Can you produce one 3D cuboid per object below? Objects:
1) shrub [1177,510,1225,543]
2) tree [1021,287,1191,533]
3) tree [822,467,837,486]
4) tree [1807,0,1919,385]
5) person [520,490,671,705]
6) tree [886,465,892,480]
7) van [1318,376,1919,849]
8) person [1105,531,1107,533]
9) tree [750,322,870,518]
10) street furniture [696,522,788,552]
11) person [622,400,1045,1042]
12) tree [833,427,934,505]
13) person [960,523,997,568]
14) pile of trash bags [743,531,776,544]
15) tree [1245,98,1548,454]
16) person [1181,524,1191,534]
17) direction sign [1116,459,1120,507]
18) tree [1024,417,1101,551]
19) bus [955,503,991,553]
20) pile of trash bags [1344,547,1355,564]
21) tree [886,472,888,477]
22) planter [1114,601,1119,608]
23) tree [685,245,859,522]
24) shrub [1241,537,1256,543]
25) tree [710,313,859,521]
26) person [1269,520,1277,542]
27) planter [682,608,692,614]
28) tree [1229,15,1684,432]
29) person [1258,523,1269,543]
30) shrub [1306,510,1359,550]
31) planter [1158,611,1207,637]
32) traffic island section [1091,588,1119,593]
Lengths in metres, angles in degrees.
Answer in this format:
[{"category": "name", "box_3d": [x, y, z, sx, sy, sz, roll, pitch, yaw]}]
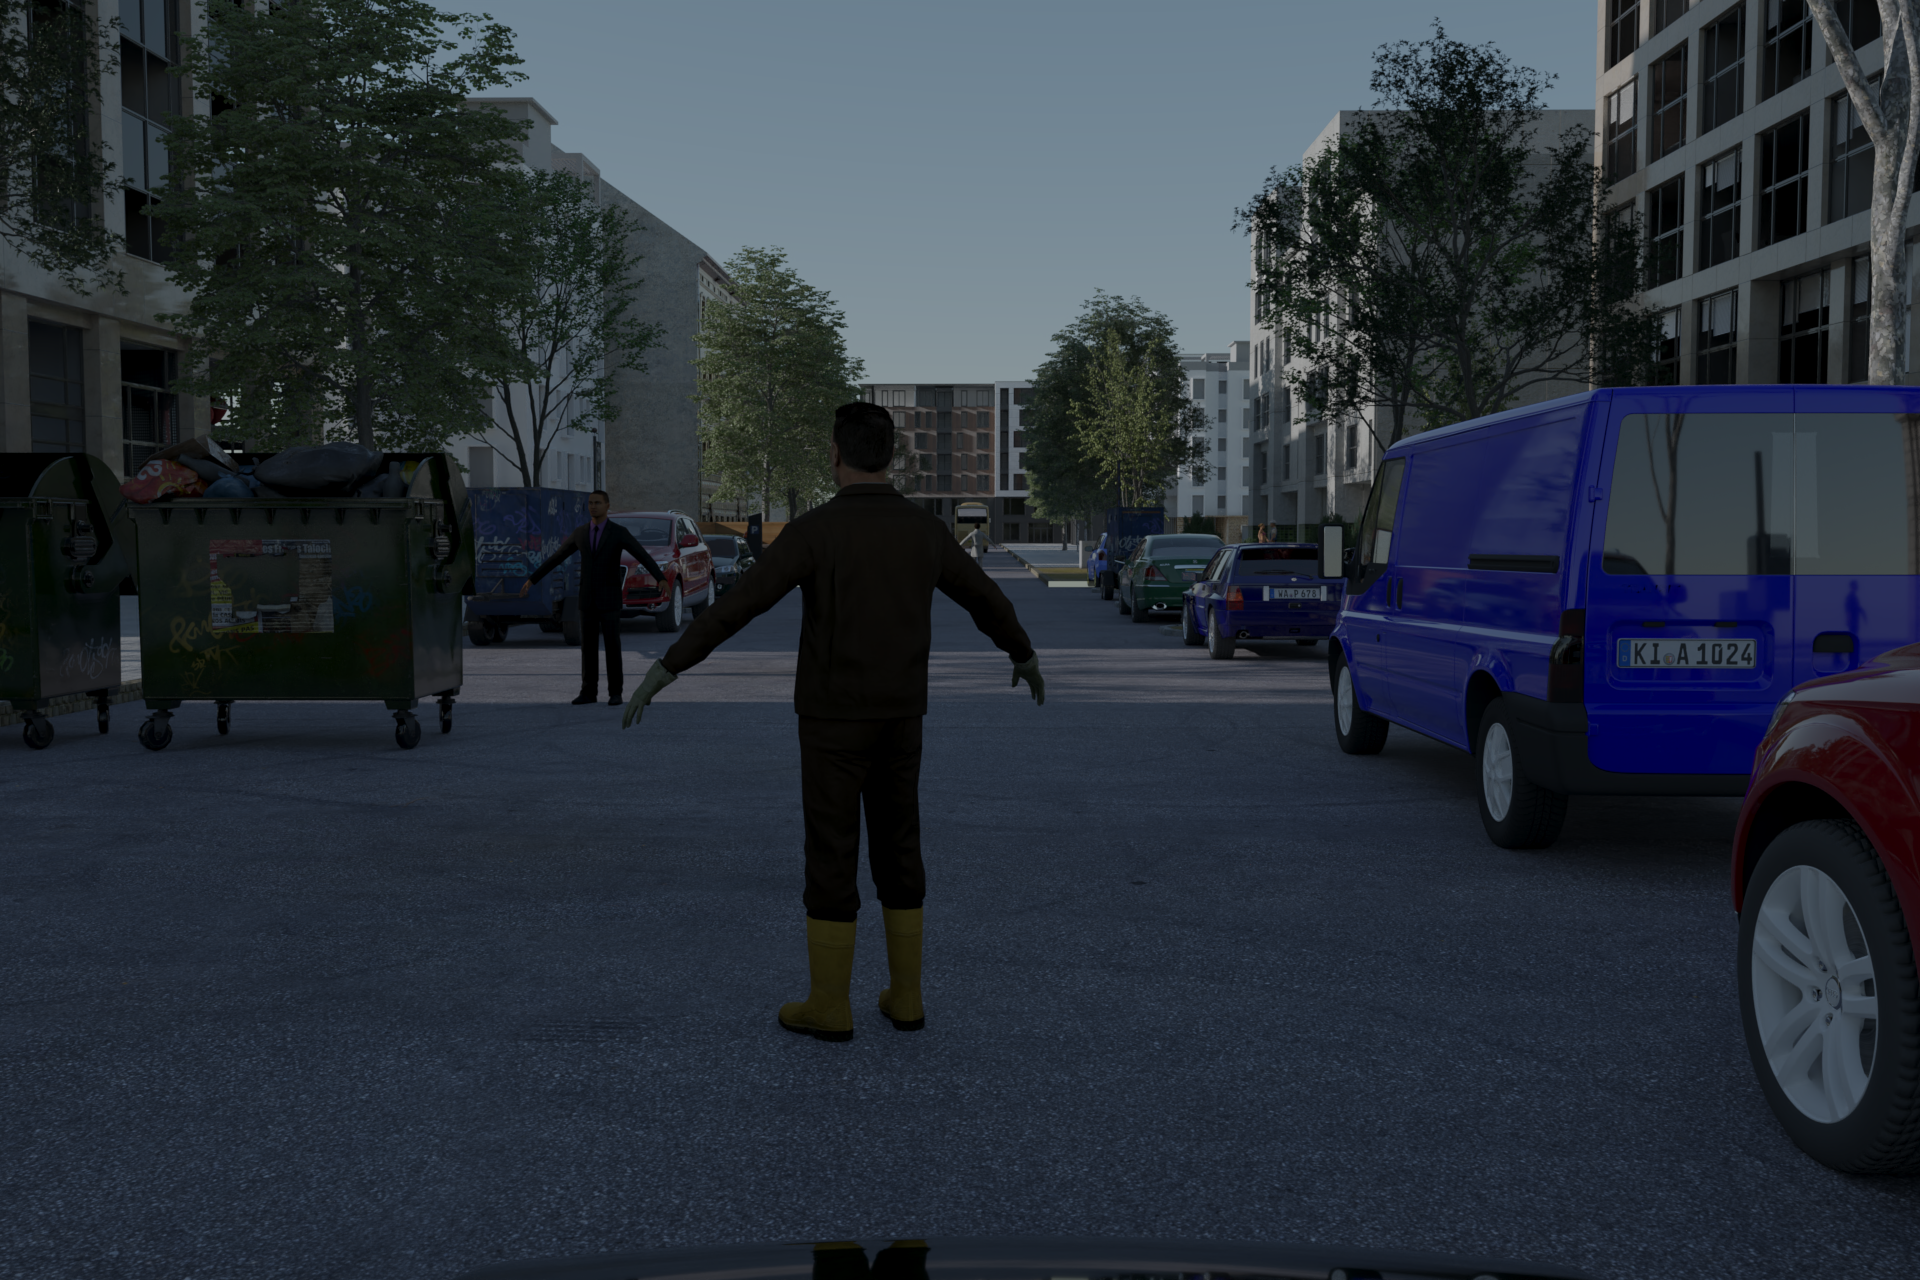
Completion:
[{"category": "shrub", "box_3d": [7.259, -2.952, 52.689, 1.690, 2.028, 1.600, 0, 3, 0]}, {"category": "tree", "box_3d": [7.893, -11.290, 91.241, 9.857, 13.997, 8.962, 0, 3, 0]}, {"category": "tree", "box_3d": [-7.400, -10.000, 113.854, 4.737, 8.622, 4.395, 0, 3, 0]}, {"category": "tree", "box_3d": [8.540, -9.956, 18.668, 12.611, 20.169, 13.585, 0, 3, 0]}, {"category": "person", "box_3d": [-3.041, -0.361, 14.578, 1.346, 1.802, 0.704, 1, 4, 12]}, {"category": "tree", "box_3d": [-7.143, -10.435, 120.969, 4.737, 8.622, 4.395, 0, 3, 0]}, {"category": "van", "box_3d": [3.398, -0.314, 9.515, 2.240, 2.365, 5.245, 0, 4, 1]}, {"category": "person", "box_3d": [6.462, -4.035, 75.239, 0.599, 1.433, 0.991, 3, 4, 36]}, {"category": "tree", "box_3d": [-8.009, -10.645, 92.166, 7.486, 12.596, 7.792, 0, 3, 0]}, {"category": "street furniture", "box_3d": [-8.659, -3.494, 63.985, 11.010, 1.723, 9.812, 1, 4, 20]}, {"category": "person", "box_3d": [-0.295, 0.220, 4.999, 1.346, 1.812, 0.704, -2, 4, -29]}, {"category": "tree", "box_3d": [-6.641, -12.586, 140.191, 8.767, 10.594, 7.601, -1, 4, -19]}, {"category": "person", "box_3d": [0.566, -2.984, 57.439, 1.347, 1.806, 0.705, 0, 4, -7]}, {"category": "pile of trash bags", "box_3d": [-5.844, -2.476, 50.236, 1.912, 1.369, 3.447, 0, 4, 1]}, {"category": "tree", "box_3d": [10.493, -7.089, 41.668, 9.928, 11.665, 9.643, 0, 3, 0]}, {"category": "person", "box_3d": [10.869, -4.658, 82.291, 1.348, 1.813, 0.705, -2, 4, -23]}, {"category": "direction sign", "box_3d": [4.843, -3.731, 52.996, 0.379, 3.537, 0.876, 0, 4, 0]}, {"category": "tree", "box_3d": [8.511, -13.208, 134.073, 7.486, 12.596, 7.792, 0, 3, 0]}, {"category": "bus", "box_3d": [0.972, -8.753, 134.656, 2.896, 3.916, 12.252, 0, 4, 1]}, {"category": "pile of trash bags", "box_3d": [7.732, -1.303, 31.057, 1.912, 1.369, 3.447, 0, 4, 1]}, {"category": "tree", "box_3d": [-7.433, -10.992, 130.077, 4.737, 8.622, 4.395, 0, 3, 0]}, {"category": "planter", "box_3d": [4.066, -0.800, 34.226, 1.991, 0.319, 1.994, 0, 4, 2]}, {"category": "tree", "box_3d": [-7.455, -9.208, 68.682, 7.486, 12.596, 7.792, 0, 3, 0]}, {"category": "shrub", "box_3d": [10.430, -3.142, 62.481, 1.383, 1.207, 1.383, 0, 3, 0]}, {"category": "tree", "box_3d": [-7.849, -9.462, 80.465, 9.928, 11.665, 9.643, 0, 3, 0]}, {"category": "person", "box_3d": [12.422, -3.853, 68.846, 0.705, 1.847, 1.347, 1, 4, 12]}, {"category": "planter", "box_3d": [-5.681, -0.669, 32.071, 1.991, 0.319, 1.994, 0, 4, 2]}, {"category": "tree", "box_3d": [9.380, -5.910, 31.047, 8.767, 10.594, 7.601, -2, 4, -31]}, {"category": "person", "box_3d": [12.870, -4.070, 73.344, 0.721, 1.733, 1.217, 2, 4, 26]}, {"category": "shrub", "box_3d": [11.509, -2.993, 53.361, 1.690, 2.028, 1.600, 0, 3, 0]}, {"category": "planter", "box_3d": [3.888, -0.231, 24.910, 1.991, 0.319, 1.994, 0, 4, 0]}, {"category": "traffic island section", "box_3d": [4.243, -1.217, 42.767, 1.991, 0.108, 1.994, 0, 4, 2]}]
